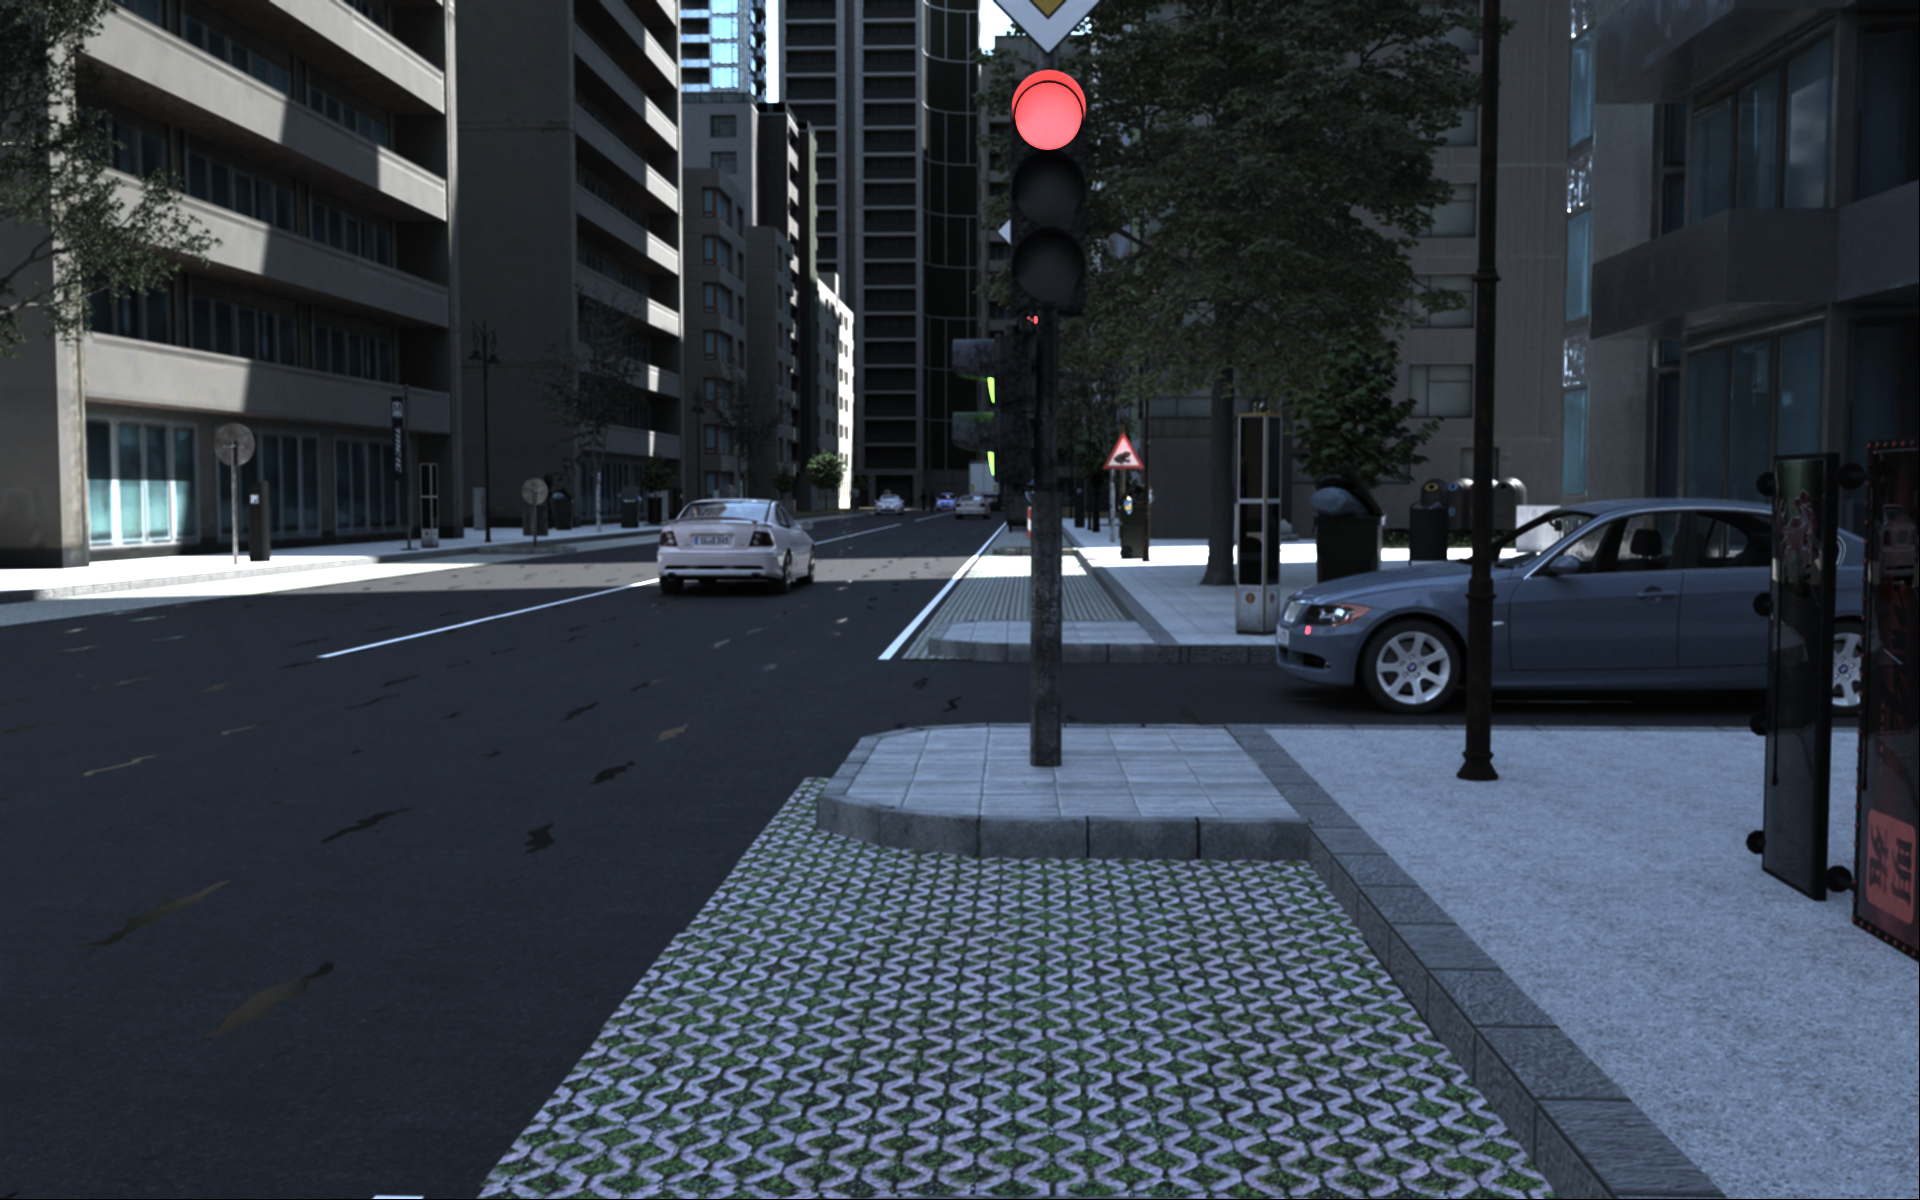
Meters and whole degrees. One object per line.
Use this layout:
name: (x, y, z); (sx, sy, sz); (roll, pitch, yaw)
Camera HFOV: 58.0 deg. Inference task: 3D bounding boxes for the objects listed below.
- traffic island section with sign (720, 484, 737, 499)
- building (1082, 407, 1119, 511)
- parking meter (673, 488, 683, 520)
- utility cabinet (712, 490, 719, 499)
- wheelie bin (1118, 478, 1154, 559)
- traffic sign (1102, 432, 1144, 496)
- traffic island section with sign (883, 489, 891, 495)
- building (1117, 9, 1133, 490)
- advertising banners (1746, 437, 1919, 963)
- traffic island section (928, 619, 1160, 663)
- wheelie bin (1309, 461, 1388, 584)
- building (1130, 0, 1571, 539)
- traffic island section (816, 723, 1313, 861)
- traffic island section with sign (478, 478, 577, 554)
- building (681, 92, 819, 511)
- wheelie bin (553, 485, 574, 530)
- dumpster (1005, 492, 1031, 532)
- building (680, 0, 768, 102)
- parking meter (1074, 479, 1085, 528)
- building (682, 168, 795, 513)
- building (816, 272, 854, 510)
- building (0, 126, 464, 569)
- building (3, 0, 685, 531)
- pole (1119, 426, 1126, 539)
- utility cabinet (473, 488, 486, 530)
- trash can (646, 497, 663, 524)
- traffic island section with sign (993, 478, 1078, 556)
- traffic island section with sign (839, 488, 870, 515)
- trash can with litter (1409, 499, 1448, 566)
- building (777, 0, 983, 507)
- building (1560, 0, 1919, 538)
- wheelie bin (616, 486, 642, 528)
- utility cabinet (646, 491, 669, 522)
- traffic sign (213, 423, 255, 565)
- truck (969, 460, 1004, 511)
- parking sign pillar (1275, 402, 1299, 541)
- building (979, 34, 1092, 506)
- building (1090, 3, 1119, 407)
traffic island section with sign: (-9.233, -3.686, 68.888); (1.989, 1.847, 2.006); (0, 4, 2)
building: (20.216, -49.374, 119.936); (22.319, 86.520, 31.000); (0, 4, 2)
parking meter: (-11.217, -3.696, 68.839); (0.372, 1.533, 0.369); (0, 3, 0)
utility cabinet: (-12.337, -4.812, 87.352); (0.318, 1.500, 1.173); (-1, 4, -11)
wheelie bin: (3.513, -1.631, 34.579); (0.693, 1.594, 0.980); (1, 4, 9)
traffic sign: (3.455, -2.242, 36.657); (0.884, 2.594, 0.081); (0, 4, 7)
traffic island section with sign: (-6.062, -8.363, 145.368); (1.989, 1.847, 2.006); (0, 4, 2)
building: (16.265, -27.425, 98.517); (14.600, 45.320, 14.200); (0, 4, 2)
advertising banners: (2.667, -0.531, 4.870); (0.090, 3.025, 2.074); (0, 4, 5)
traffic island section: (0.758, 0.373, 16.184); (2.009, 0.180, 2.903); (0, 4, 2)
wheelie bin: (3.709, -0.530, 16.571); (0.693, 1.594, 0.980); (1, 4, 18)
building: (12.437, -22.701, 54.748); (14.154, 41.232, 14.086); (0, 4, 2)
traffic island section: (0.428, 0.861, 8.206); (2.009, 0.180, 2.903); (0, 4, 2)
traffic island section with sign: (-10.353, -2.026, 41.750); (1.989, 1.847, 2.006); (0, 4, 2)
building: (-18.363, -21.810, 128.292); (14.160, 30.474, 14.107); (0, 4, 2)
wheelie bin: (-14.231, -3.316, 62.128); (0.693, 1.594, 0.980); (0, 4, -7)
dumpster: (2.599, -3.462, 64.824); (1.865, 1.857, 1.264); (0, 4, 3)
building: (-33.867, -53.504, 187.460); (31.000, 86.520, 22.319); (0, 4, 2)
parking meter: (4.583, -3.719, 66.509); (0.399, 1.863, 0.255); (1, 4, 14)
building: (-25.966, -16.021, 106.987); (27.650, 21.520, 28.899); (0, 4, 2)
building: (-25.203, -18.822, 152.771); (28.899, 21.520, 27.650); (0, 4, 2)
building: (-25.566, -25.405, 39.078); (21.300, 48.544, 21.600); (0, 4, 2)
building: (-24.820, -27.611, 75.142); (21.300, 48.544, 21.600); (0, 4, 2)
pole: (4.692, -3.431, 49.932); (0.158, 3.312, 0.155); (0, 3, 0)
utility cabinet: (-17.067, -3.243, 61.705); (0.318, 1.500, 1.173); (0, 4, -5)
trash can: (-13.212, -3.872, 74.954); (0.748, 1.137, 0.748); (0, 3, 0)
traffic island section with sign: (1.772, -1.965, 40.762); (1.989, 1.847, 2.006); (0, 4, 2)
traffic island section with sign: (-7.173, -6.712, 118.363); (1.989, 1.847, 2.006); (0, 4, 2)
trash can with litter: (6.972, -0.806, 24.238); (2.233, 1.210, 1.678); (0, 4, 8)
building: (-8.113, -45.744, 186.169); (20.611, 71.187, 20.563); (0, 4, 2)
building: (24.637, -24.716, 23.714); (30.456, 49.044, 23.786); (0, 4, 2)
wheelie bin: (-12.540, -3.536, 65.718); (0.980, 1.594, 0.693); (0, 4, -5)
utility cabinet: (-13.628, -4.243, 78.050); (0.318, 1.500, 1.173); (2, 4, 31)
traffic sign: (-13.032, -1.895, 31.088); (0.768, 2.556, 0.104); (0, 4, 4)
truck: (2.264, -9.815, 149.389); (2.839, 4.237, 11.283); (0, 4, 3)
parking sign pillar: (8.587, -3.612, 47.535); (1.447, 3.967, 1.447); (3, 5, 44)
building: (13.018, -34.456, 187.052); (21.600, 48.544, 21.300); (0, 4, 2)
building: (25.201, -34.296, 149.979); (28.713, 52.752, 27.495); (0, 4, 2)
